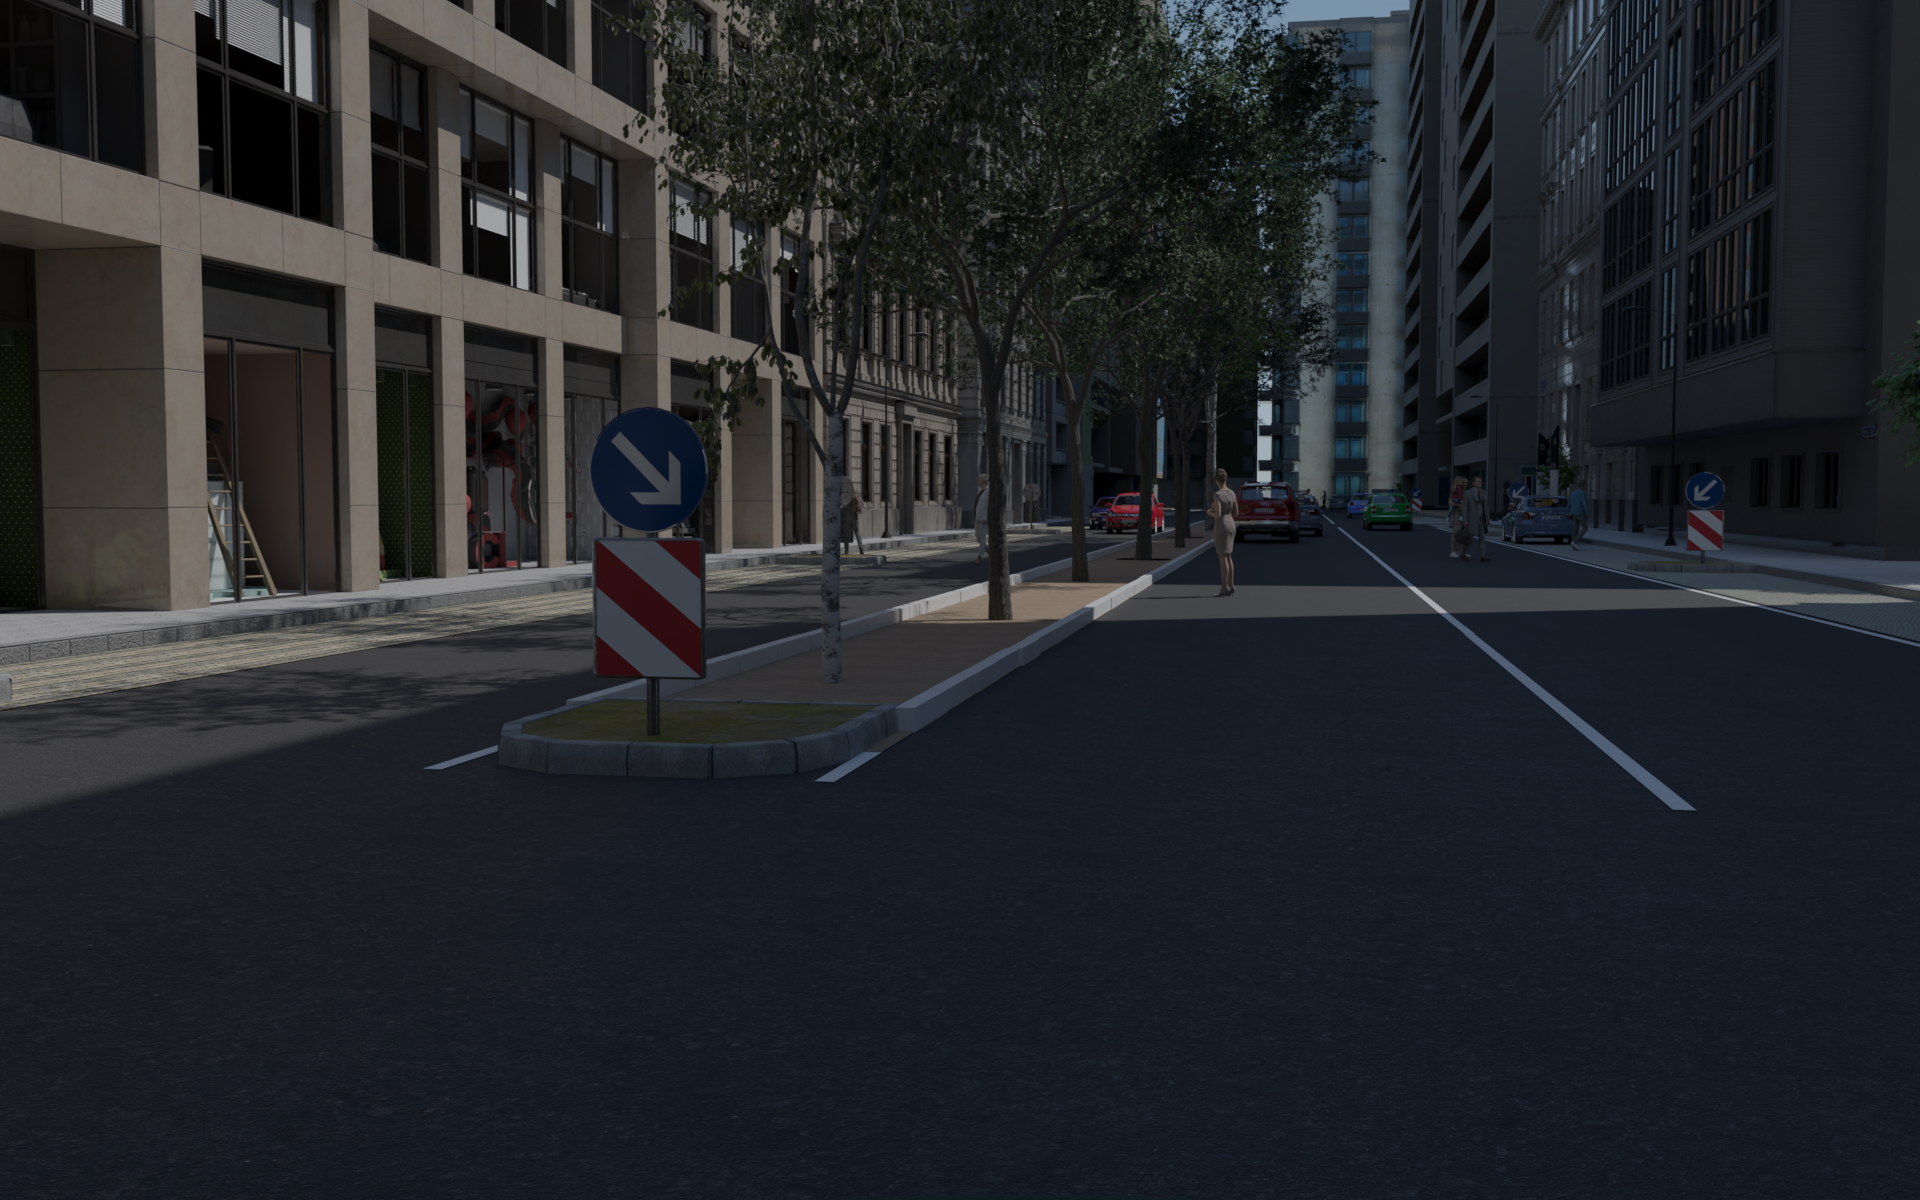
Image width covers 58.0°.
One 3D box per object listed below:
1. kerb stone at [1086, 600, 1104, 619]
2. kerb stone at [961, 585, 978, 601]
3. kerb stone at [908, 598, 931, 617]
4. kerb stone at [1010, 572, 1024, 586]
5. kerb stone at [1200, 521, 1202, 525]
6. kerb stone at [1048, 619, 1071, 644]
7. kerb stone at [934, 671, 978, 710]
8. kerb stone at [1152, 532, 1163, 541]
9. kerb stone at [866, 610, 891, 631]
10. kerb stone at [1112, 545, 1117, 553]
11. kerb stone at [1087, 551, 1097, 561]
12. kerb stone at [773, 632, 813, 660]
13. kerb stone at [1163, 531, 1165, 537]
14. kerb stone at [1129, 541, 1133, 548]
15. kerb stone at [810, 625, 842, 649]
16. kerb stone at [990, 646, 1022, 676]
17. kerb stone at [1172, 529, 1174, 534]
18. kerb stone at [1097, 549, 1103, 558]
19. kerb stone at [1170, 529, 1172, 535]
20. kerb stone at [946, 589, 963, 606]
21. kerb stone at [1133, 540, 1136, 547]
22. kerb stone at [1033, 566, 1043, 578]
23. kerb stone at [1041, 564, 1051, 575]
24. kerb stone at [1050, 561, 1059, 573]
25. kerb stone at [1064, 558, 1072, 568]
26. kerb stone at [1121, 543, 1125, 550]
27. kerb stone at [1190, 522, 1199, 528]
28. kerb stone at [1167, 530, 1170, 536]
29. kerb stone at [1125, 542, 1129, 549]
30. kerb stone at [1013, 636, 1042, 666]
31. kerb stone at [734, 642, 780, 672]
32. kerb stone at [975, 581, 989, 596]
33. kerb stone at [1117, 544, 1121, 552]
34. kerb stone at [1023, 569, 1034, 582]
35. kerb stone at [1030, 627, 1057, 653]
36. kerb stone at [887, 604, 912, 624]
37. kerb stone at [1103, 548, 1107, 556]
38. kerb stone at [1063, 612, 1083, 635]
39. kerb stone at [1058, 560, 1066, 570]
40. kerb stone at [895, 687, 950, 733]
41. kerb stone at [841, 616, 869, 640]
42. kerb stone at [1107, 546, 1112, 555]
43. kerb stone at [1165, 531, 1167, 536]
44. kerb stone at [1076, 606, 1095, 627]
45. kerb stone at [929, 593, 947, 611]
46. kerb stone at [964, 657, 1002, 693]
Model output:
[{"bbox_3d":[1.519,0.137,19.958,0.120,0.150,1.000,1,4,11],"label":"kerb stone"},{"bbox_3d":[0.054,-0.071,23.361,0.120,0.150,1.000,1,4,11],"label":"kerb stone"},{"bbox_3d":[-0.539,0.113,20.342,0.120,0.150,1.000,1,4,11],"label":"kerb stone"},{"bbox_3d":[0.834,-0.312,27.385,0.120,0.150,1.000,1,4,11],"label":"kerb stone"},{"bbox_3d":[10.643,-3.393,77.711,0.120,0.150,1.000,1,4,11],"label":"kerb stone"},{"bbox_3d":[0.939,0.322,16.930,0.120,0.150,1.000,1,4,11],"label":"kerb stone"},{"bbox_3d":[-0.047,0.630,11.887,0.120,0.150,1.000,1,4,11],"label":"kerb stone"},{"bbox_3d":[6.315,-2.038,55.536,0.120,0.150,1.000,1,4,11],"label":"kerb stone"},{"bbox_3d":[-0.927,0.236,18.330,0.120,0.150,1.000,1,4,11],"label":"kerb stone"},{"bbox_3d":[3.581,-1.179,41.469,0.120,0.150,1.000,1,4,11],"label":"kerb stone"},{"bbox_3d":[2.801,-0.933,37.453,0.120,0.150,1.000,1,4,11],"label":"kerb stone"},{"bbox_3d":[-1.518,0.421,15.308,0.120,0.150,1.000,1,4,11],"label":"kerb stone"},{"bbox_3d":[6.515,-2.101,56.553,0.120,0.150,1.000,1,4,11],"label":"kerb stone"},{"bbox_3d":[4.359,-1.425,45.493,0.120,0.150,1.000,1,4,11],"label":"kerb stone"},{"bbox_3d":[-1.322,0.364,16.311,0.120,0.150,1.000,1,4,11],"label":"kerb stone"},{"bbox_3d":[0.339,0.507,13.901,0.120,0.150,1.000,1,4,11],"label":"kerb stone"},{"bbox_3d":[7.302,-2.348,60.588,0.120,0.150,1.000,1,4,11],"label":"kerb stone"},{"bbox_3d":[2.997,-0.995,38.458,0.120,0.150,1.000,1,4,11],"label":"kerb stone"},{"bbox_3d":[7.096,-2.286,59.578,0.120,0.150,1.000,1,4,11],"label":"kerb stone"},{"bbox_3d":[-0.153,-0.007,22.350,0.120,0.150,1.000,1,4,11],"label":"kerb stone"},{"bbox_3d":[4.555,-1.478,46.497,0.120,0.150,1.000,1,4,11],"label":"kerb stone"},{"bbox_3d":[1.226,-0.437,29.401,0.120,0.150,1.000,1,4,11],"label":"kerb stone"},{"bbox_3d":[1.424,-0.502,30.409,0.120,0.150,1.000,1,4,11],"label":"kerb stone"},{"bbox_3d":[1.628,-0.564,31.410,0.120,0.150,1.000,1,4,11],"label":"kerb stone"},{"bbox_3d":[2.007,-0.687,33.420,0.120,0.150,1.000,1,4,11],"label":"kerb stone"},{"bbox_3d":[3.967,-1.302,43.477,0.120,0.150,1.000,1,4,11],"label":"kerb stone"},{"bbox_3d":[10.249,-3.272,75.700,0.120,0.150,1.000,1,4,11],"label":"kerb stone"},{"bbox_3d":[6.906,-2.222,58.566,0.120,0.150,1.000,1,4,11],"label":"kerb stone"},{"bbox_3d":[4.165,-1.361,44.488,0.120,0.150,1.000,1,4,11],"label":"kerb stone"},{"bbox_3d":[0.556,0.446,14.910,0.120,0.150,1.000,1,4,11],"label":"kerb stone"},{"bbox_3d":[-1.713,0.483,14.304,0.120,0.150,1.000,1,4,11],"label":"kerb stone"},{"bbox_3d":[0.240,-0.133,24.370,0.120,0.150,1.000,1,4,11],"label":"kerb stone"},{"bbox_3d":[3.774,-1.240,42.473,0.120,0.150,1.000,1,4,11],"label":"kerb stone"},{"bbox_3d":[1.031,-0.375,28.388,0.120,0.150,1.000,1,4,11],"label":"kerb stone"},{"bbox_3d":[0.738,0.384,15.919,0.120,0.150,1.000,1,4,11],"label":"kerb stone"},{"bbox_3d":[-0.735,0.177,19.338,0.120,0.150,1.000,1,4,11],"label":"kerb stone"},{"bbox_3d":[3.183,-1.053,39.464,0.120,0.150,1.000,1,4,11],"label":"kerb stone"},{"bbox_3d":[1.131,0.263,17.937,0.120,0.150,1.000,1,4,11],"label":"kerb stone"},{"bbox_3d":[1.810,-0.625,32.417,0.120,0.150,1.000,1,4,11],"label":"kerb stone"},{"bbox_3d":[-0.239,0.692,10.883,0.120,0.150,1.000,1,4,11],"label":"kerb stone"},{"bbox_3d":[-1.120,0.298,17.320,0.120,0.150,1.000,1,4,11],"label":"kerb stone"},{"bbox_3d":[3.378,-1.118,40.467,0.120,0.150,1.000,1,4,11],"label":"kerb stone"},{"bbox_3d":[6.712,-2.163,57.562,0.120,0.150,1.000,1,4,11],"label":"kerb stone"},{"bbox_3d":[1.328,0.199,18.940,0.120,0.150,1.000,1,4,11],"label":"kerb stone"},{"bbox_3d":[-0.344,0.054,21.346,0.120,0.150,1.000,1,4,11],"label":"kerb stone"},{"bbox_3d":[0.151,0.569,12.892,0.120,0.150,1.000,1,4,11],"label":"kerb stone"}]
